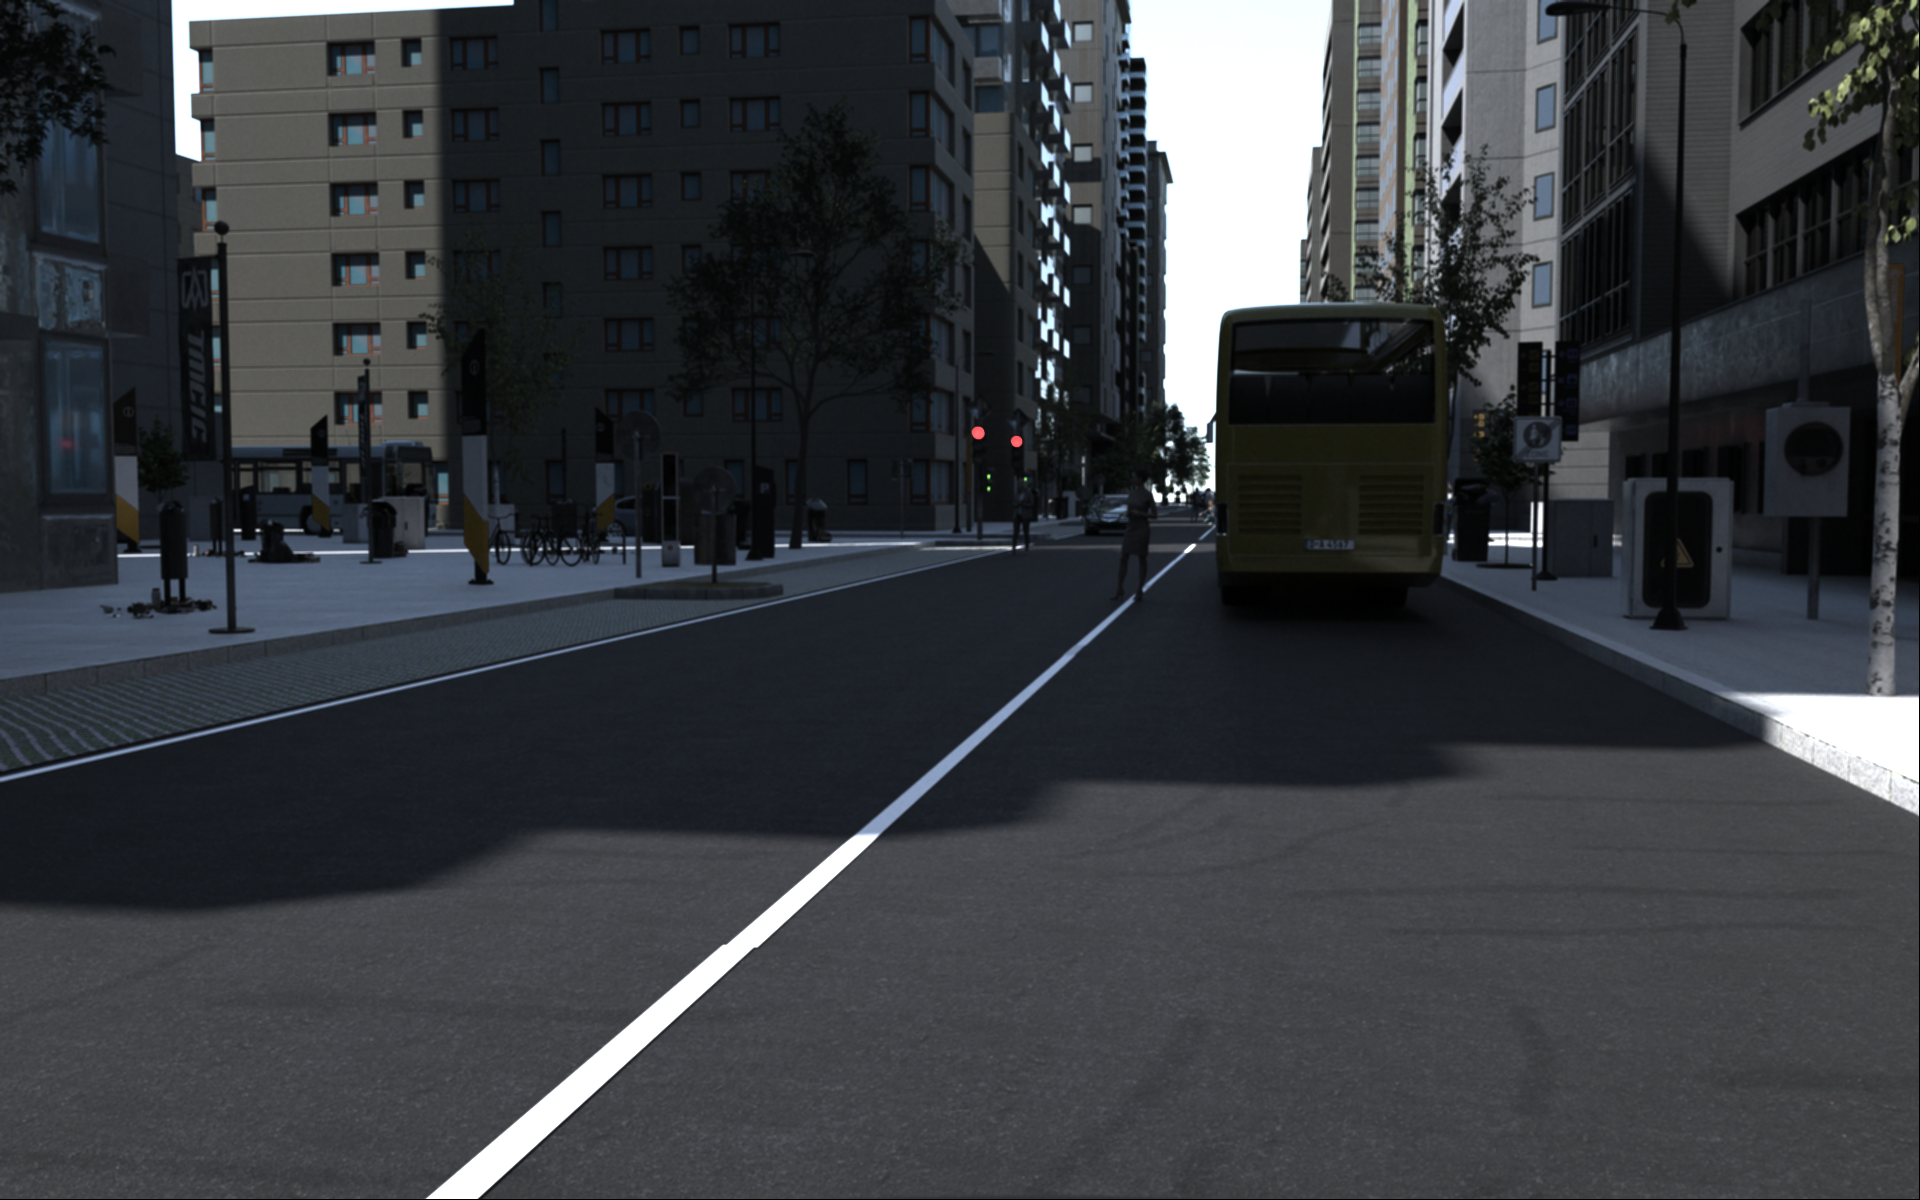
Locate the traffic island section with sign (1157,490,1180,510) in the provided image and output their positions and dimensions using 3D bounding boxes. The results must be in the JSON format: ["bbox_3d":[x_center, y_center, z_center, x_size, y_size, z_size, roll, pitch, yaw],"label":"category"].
[{"bbox_3d":[18.421,-8.947,154.910,1.989,1.847,2.006,1,4,10],"label":"traffic island section with sign"}]

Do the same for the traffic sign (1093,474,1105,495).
[{"bbox_3d":[8.796,-6.690,109.488,0.768,2.556,0.104,1,4,18],"label":"traffic sign"}]

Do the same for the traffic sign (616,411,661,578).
[{"bbox_3d":[-4.921,-1.611,26.445,0.768,2.556,0.104,1,4,19],"label":"traffic sign"}]

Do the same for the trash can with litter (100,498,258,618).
[{"bbox_3d":[-8.798,-0.477,18.856,1.678,1.210,2.233,0,4,-7],"label":"trash can with litter"}]

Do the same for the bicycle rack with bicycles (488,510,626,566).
[{"bbox_3d":[-7.393,-1.123,31.746,2.852,0.926,2.925,-2,4,-32],"label":"bicycle rack with bicycles"}]

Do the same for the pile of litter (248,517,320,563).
[{"bbox_3d":[-12.780,-1.146,32.695,1.176,0.858,1.719,-3,4,-37],"label":"pile of litter"}]

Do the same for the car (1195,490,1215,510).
[{"bbox_3d":[22.261,-9.055,156.715,2.281,1.827,5.304,0,4,8],"label":"car"}]

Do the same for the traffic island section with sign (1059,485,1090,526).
[{"bbox_3d":[5.586,-4.280,78.605,1.989,1.847,2.006,1,4,10],"label":"traffic island section with sign"}]

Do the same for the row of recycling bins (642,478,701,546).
[{"bbox_3d":[-7.436,-2.302,44.757,1.069,1.692,3.534,-1,4,-23],"label":"row of recycling bins"}]

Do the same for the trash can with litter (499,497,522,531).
[{"bbox_3d":[-15.621,-2.977,60.057,1.055,1.170,0.624,2,4,31],"label":"trash can with litter"}]

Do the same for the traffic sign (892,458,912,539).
[{"bbox_3d":[-1.668,-2.913,49.754,0.606,2.300,0.079,1,4,14],"label":"traffic sign"}]

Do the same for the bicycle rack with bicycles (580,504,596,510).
[{"bbox_3d":[-11.993,-2.851,59.999,2.852,0.926,2.925,0,4,-4],"label":"bicycle rack with bicycles"}]

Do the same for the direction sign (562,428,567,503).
[{"bbox_3d":[-13.710,-4.162,60.048,0.379,3.537,0.876,0,4,-5],"label":"direction sign"}]

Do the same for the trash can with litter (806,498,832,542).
[{"bbox_3d":[-3.712,-2.142,46.406,0.624,1.170,1.055,-2,4,-29],"label":"trash can with litter"}]

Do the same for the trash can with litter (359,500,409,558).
[{"bbox_3d":[-11.623,-1.445,35.020,0.624,1.170,1.055,0,4,8],"label":"trash can with litter"}]

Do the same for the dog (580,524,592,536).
[{"bbox_3d":[-11.695,-2.163,54.649,0.406,0.507,0.540,1,4,9],"label":"dog"}]

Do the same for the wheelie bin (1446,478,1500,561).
[{"bbox_3d":[9.811,-1.541,33.105,0.980,1.594,0.693,0,4,8],"label":"wheelie bin"}]

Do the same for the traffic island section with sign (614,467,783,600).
[{"bbox_3d":[-3.566,-0.956,24.258,1.989,1.847,2.006,1,4,10],"label":"traffic island section with sign"}]

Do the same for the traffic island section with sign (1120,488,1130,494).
[{"bbox_3d":[10.086,-5.915,105.334,1.989,1.847,2.006,1,4,10],"label":"traffic island section with sign"}]

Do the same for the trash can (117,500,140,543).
[{"bbox_3d":[-21.754,-2.049,45.149,0.748,1.137,0.748,0,3,0],"label":"trash can"}]

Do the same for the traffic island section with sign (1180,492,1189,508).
[{"bbox_3d":[22.898,-10.573,181.493,1.989,1.847,2.006,1,4,10],"label":"traffic island section with sign"}]

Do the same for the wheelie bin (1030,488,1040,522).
[{"bbox_3d":[3.339,-4.391,79.695,0.693,1.594,0.980,0,4,3],"label":"wheelie bin"}]

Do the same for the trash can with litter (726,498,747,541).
[{"bbox_3d":[-6.251,-2.171,46.888,1.055,1.170,0.624,2,4,27],"label":"trash can with litter"}]

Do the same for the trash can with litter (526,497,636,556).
[{"bbox_3d":[-8.020,-1.576,36.828,2.233,1.210,1.678,0,4,-7],"label":"trash can with litter"}]

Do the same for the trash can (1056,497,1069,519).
[{"bbox_3d":[5.300,-4.775,89.723,0.748,1.137,0.748,0,3,0],"label":"trash can"}]

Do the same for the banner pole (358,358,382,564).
[{"bbox_3d":[-11.054,-2.580,32.199,0.401,3.779,0.863,-2,4,-34],"label":"banner pole"}]

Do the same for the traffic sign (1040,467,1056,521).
[{"bbox_3d":[4.162,-5.034,82.415,0.768,2.556,0.104,1,4,17],"label":"traffic sign"}]

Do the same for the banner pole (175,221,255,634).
[{"bbox_3d":[-6.967,-1.595,16.090,0.863,3.779,0.401,2,4,29],"label":"banner pole"}]

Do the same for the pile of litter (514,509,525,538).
[{"bbox_3d":[-13.279,-2.238,50.559,1.176,0.858,1.719,-2,4,-33],"label":"pile of litter"}]

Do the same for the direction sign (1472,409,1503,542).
[{"bbox_3d":[14.143,-3.324,46.339,0.876,3.537,0.379,2,4,25],"label":"direction sign"}]

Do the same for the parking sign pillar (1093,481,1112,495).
[{"bbox_3d":[10.430,-8.455,126.710,1.447,3.967,1.447,1,4,20],"label":"parking sign pillar"}]

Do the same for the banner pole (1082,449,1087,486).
[{"bbox_3d":[6.939,-6.525,96.698,0.401,3.779,0.863,-1,4,-17],"label":"banner pole"}]

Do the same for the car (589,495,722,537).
[{"bbox_3d":[-9.131,-2.529,53.344,4.499,1.417,2.014,1,4,11],"label":"car"}]

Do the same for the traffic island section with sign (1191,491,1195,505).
[{"bbox_3d":[32.133,-13.933,236.428,1.989,1.847,2.006,1,4,10],"label":"traffic island section with sign"}]

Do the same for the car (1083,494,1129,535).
[{"bbox_3d":[5.479,-3.037,61.451,2.131,1.459,4.920,1,4,9],"label":"car"}]

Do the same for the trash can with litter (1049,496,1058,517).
[{"bbox_3d":[5.382,-5.305,98.129,0.624,1.170,1.055,1,4,9],"label":"trash can with litter"}]

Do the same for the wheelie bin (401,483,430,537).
[{"bbox_3d":[-16.162,-2.665,51.481,0.693,1.594,0.980,2,4,26],"label":"wheelie bin"}]

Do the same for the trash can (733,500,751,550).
[{"bbox_3d":[-4.916,-1.738,40.064,0.748,1.137,0.748,0,3,0],"label":"trash can"}]

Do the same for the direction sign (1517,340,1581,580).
[{"bbox_3d":[8.733,-2.066,25.780,0.876,3.537,0.379,1,4,22],"label":"direction sign"}]

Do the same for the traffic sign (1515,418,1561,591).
[{"bbox_3d":[7.617,-1.271,22.916,0.606,2.300,0.079,1,4,10],"label":"traffic sign"}]
